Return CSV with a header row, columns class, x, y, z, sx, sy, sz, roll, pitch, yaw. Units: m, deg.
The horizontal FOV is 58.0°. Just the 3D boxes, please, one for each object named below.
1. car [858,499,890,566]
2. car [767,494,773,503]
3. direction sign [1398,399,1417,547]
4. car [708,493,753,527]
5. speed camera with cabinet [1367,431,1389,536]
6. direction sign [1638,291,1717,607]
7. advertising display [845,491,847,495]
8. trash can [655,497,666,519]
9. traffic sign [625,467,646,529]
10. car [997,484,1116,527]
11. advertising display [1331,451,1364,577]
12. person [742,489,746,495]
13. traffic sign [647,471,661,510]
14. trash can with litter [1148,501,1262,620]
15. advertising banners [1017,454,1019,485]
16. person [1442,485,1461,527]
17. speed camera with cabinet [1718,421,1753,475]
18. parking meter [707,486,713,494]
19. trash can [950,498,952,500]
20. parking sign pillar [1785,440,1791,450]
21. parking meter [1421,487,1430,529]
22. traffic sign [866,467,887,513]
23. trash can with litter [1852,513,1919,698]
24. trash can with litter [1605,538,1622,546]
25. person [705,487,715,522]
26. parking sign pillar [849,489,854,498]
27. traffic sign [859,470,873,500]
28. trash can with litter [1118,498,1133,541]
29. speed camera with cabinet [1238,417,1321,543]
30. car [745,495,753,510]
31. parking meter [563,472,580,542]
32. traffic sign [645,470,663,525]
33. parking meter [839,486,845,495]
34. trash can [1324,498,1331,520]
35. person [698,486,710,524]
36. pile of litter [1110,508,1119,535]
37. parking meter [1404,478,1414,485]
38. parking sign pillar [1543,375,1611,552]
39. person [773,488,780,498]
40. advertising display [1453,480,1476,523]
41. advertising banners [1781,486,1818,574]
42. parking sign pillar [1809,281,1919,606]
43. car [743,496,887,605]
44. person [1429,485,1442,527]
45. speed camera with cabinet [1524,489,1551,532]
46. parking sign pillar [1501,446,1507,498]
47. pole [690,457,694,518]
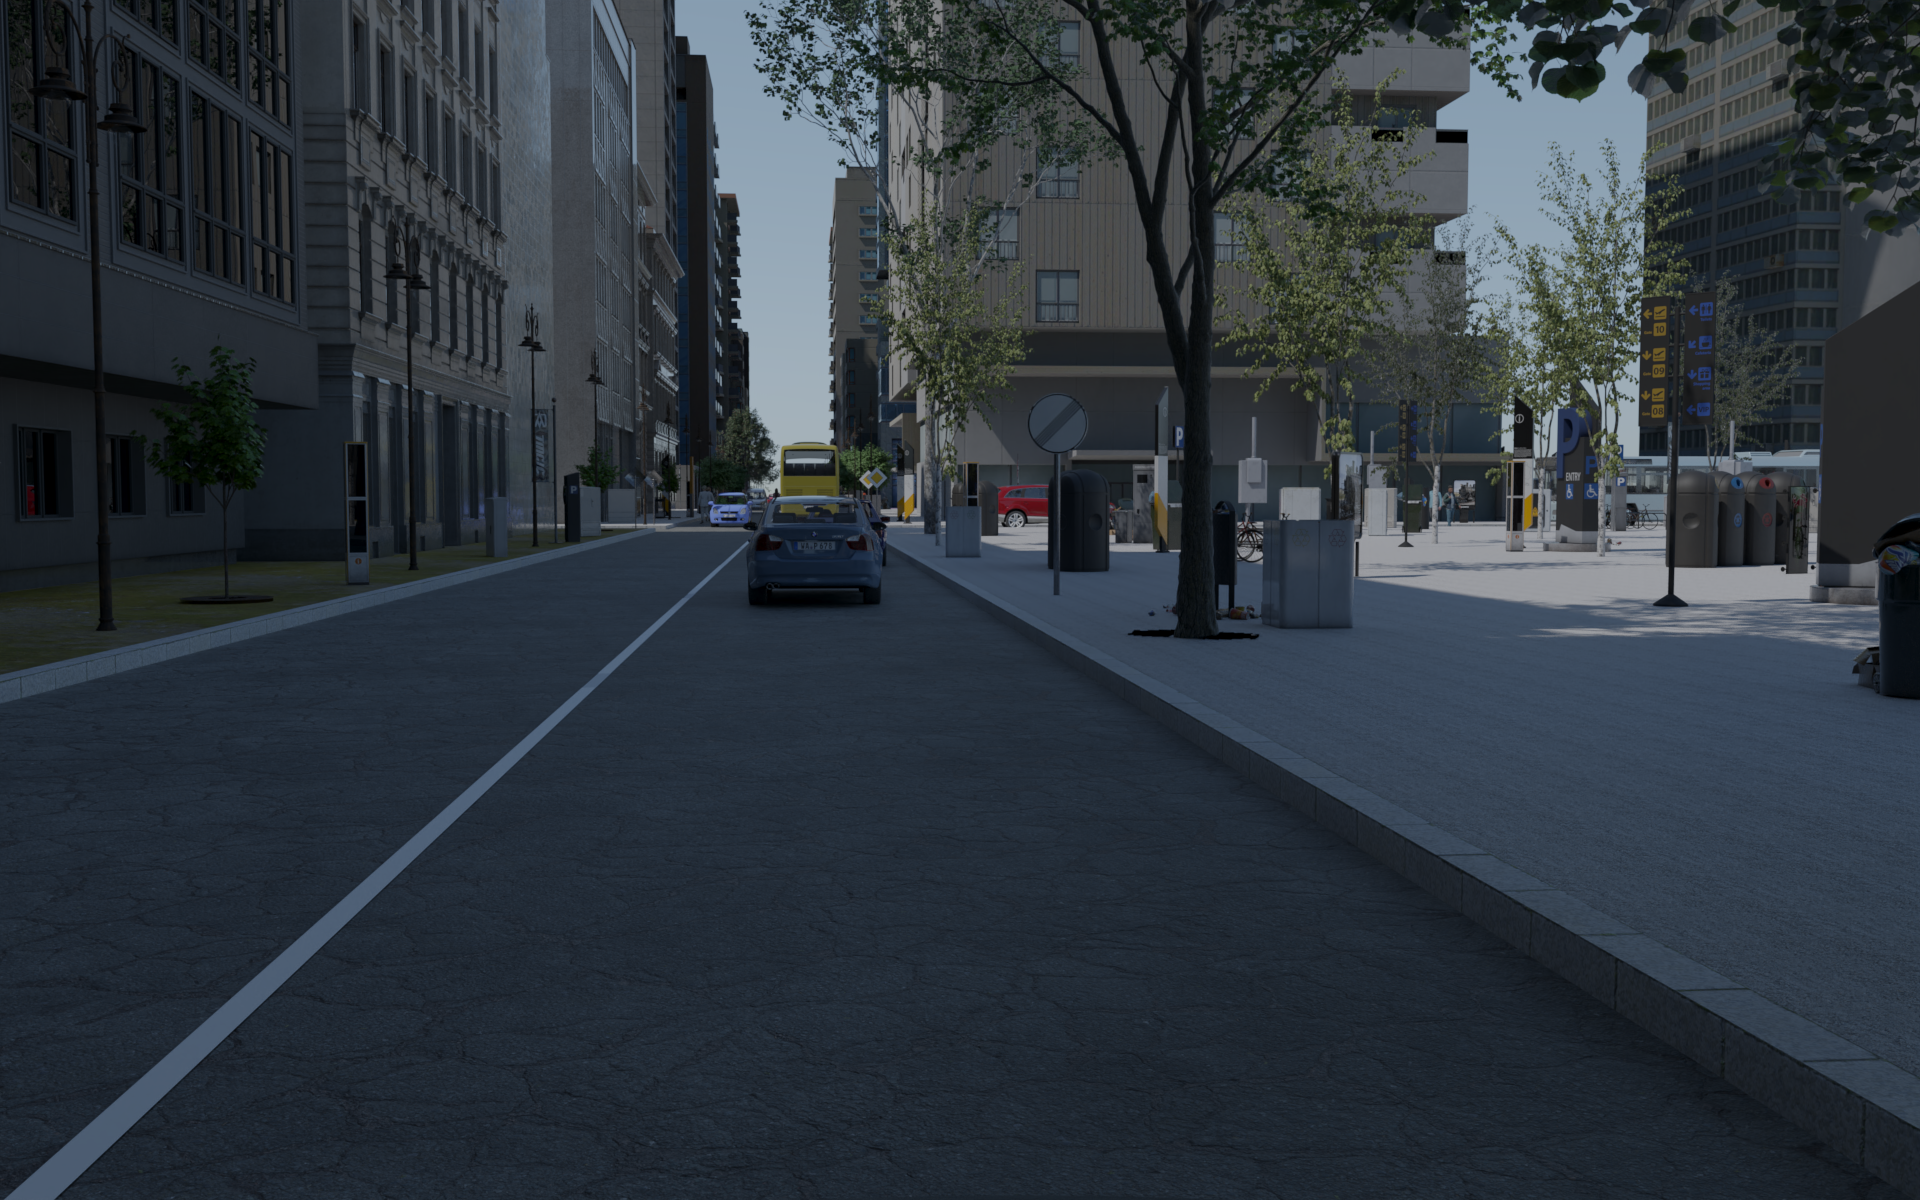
class,x,y,z,sx,sy,sz,roll,pitch,yaw
car,-2.402,-1.417,35.747,1.945,1.354,3.894,0,4,-4
car,-25.512,-13.958,237.250,2.155,1.783,4.494,0,4,-7
direction sign,10.793,-3.047,41.814,0.379,3.537,0.876,3,5,42
car,-10.012,-4.051,75.832,1.945,1.707,3.694,0,4,-5
speed camera with cabinet,12.960,-3.631,53.696,0.660,3.252,2.038,1,4,13
direction sign,8.143,-1.697,19.739,0.379,3.537,0.876,-3,5,-40
advertising display,-9.461,-8.089,137.467,0.974,1.923,0.123,-2,4,-27
trash can,-15.734,-4.834,90.693,0.748,1.137,0.748,0,3,0
traffic sign,-11.962,-3.683,63.866,0.795,2.450,0.064,0,4,-5
car,3.595,-3.679,68.816,5.304,1.827,2.281,0,4,-5
advertising display,5.924,-1.303,26.511,0.123,1.923,0.974,2,4,35
person,-17.110,-7.891,137.698,0.709,1.800,0.728,1,4,15
traffic sign,-13.494,-4.546,76.464,0.606,2.300,0.079,0,4,-3
trash can with litter,2.787,-0.452,18.455,1.678,1.210,2.233,-1,4,-10
advertising banners,2.458,-4.784,74.409,0.090,3.025,2.074,0,4,4
person,19.877,-3.754,70.220,0.623,1.781,0.721,-3,5,-39
speed camera with cabinet,21.376,-3.182,46.365,0.660,3.252,2.038,-2,4,-32
parking meter,-17.261,-6.976,119.773,0.399,1.863,0.255,0,4,-1
trash can,-0.009,-3.278,65.248,0.748,1.137,0.748,0,3,0
parking sign pillar,41.718,-6.022,86.934,1.447,3.967,1.447,3,4,38
parking meter,16.877,-3.337,62.967,0.372,1.533,0.369,0,3,0
traffic sign,-3.104,-3.732,64.658,0.795,2.450,0.064,0,4,-5
trash can with litter,6.060,0.013,11.180,0.624,1.170,1.055,0,4,7
trash can with litter,16.325,-2.019,44.074,1.678,1.210,2.233,3,5,44
person,-12.986,-4.941,89.508,0.478,1.798,0.641,2,4,32
parking sign pillar,-8.817,-9.358,141.469,1.447,3.967,1.447,0,4,-5
traffic sign,-3.836,-4.218,72.610,0.795,2.450,0.064,0,4,-5
trash can with litter,4.767,-2.235,47.934,0.624,1.170,1.055,-1,4,-16
speed camera with cabinet,8.261,-3.086,44.786,2.038,3.252,0.660,0,4,2
car,-13.991,-5.920,108.801,2.014,1.417,4.499,0,4,-5
parking meter,-10.358,-2.476,46.188,0.399,1.863,0.255,-2,4,-34
traffic sign,-12.695,-4.170,71.817,0.795,2.450,0.064,0,4,-5
parking meter,-8.549,-7.336,125.647,0.399,1.863,0.255,3,5,43
trash can,12.780,-2.893,58.950,0.748,1.137,0.748,0,3,0
person,-12.241,-4.576,83.194,0.514,1.842,0.818,-3,5,-43
pile of litter,4.988,-2.467,54.296,1.719,0.858,1.176,1,4,22
parking meter,16.454,-3.535,63.501,0.255,1.863,0.399,3,4,37
parking sign pillar,13.848,-3.076,38.765,1.447,3.967,1.447,0,4,-6
person,-11.843,-6.313,111.720,0.555,1.821,0.388,-2,4,-35
advertising display,22.301,-4.367,76.615,0.974,1.923,0.123,1,4,12
advertising banners,14.110,-1.948,28.031,2.074,3.025,0.090,-2,4,-23
parking sign pillar,10.874,-1.954,20.419,1.447,3.967,1.447,1,4,22
car,-1.991,-0.721,23.786,2.014,1.417,4.499,0,4,-5
person,18.949,-3.710,69.024,0.748,1.841,0.638,-3,5,-40
speed camera with cabinet,19.940,-3.922,58.454,2.038,3.252,0.660,0,4,5
parking sign pillar,31.436,-6.898,101.261,1.447,3.967,1.447,2,4,26
pole,-14.617,-6.149,94.379,0.158,3.312,0.155,0,3,0
